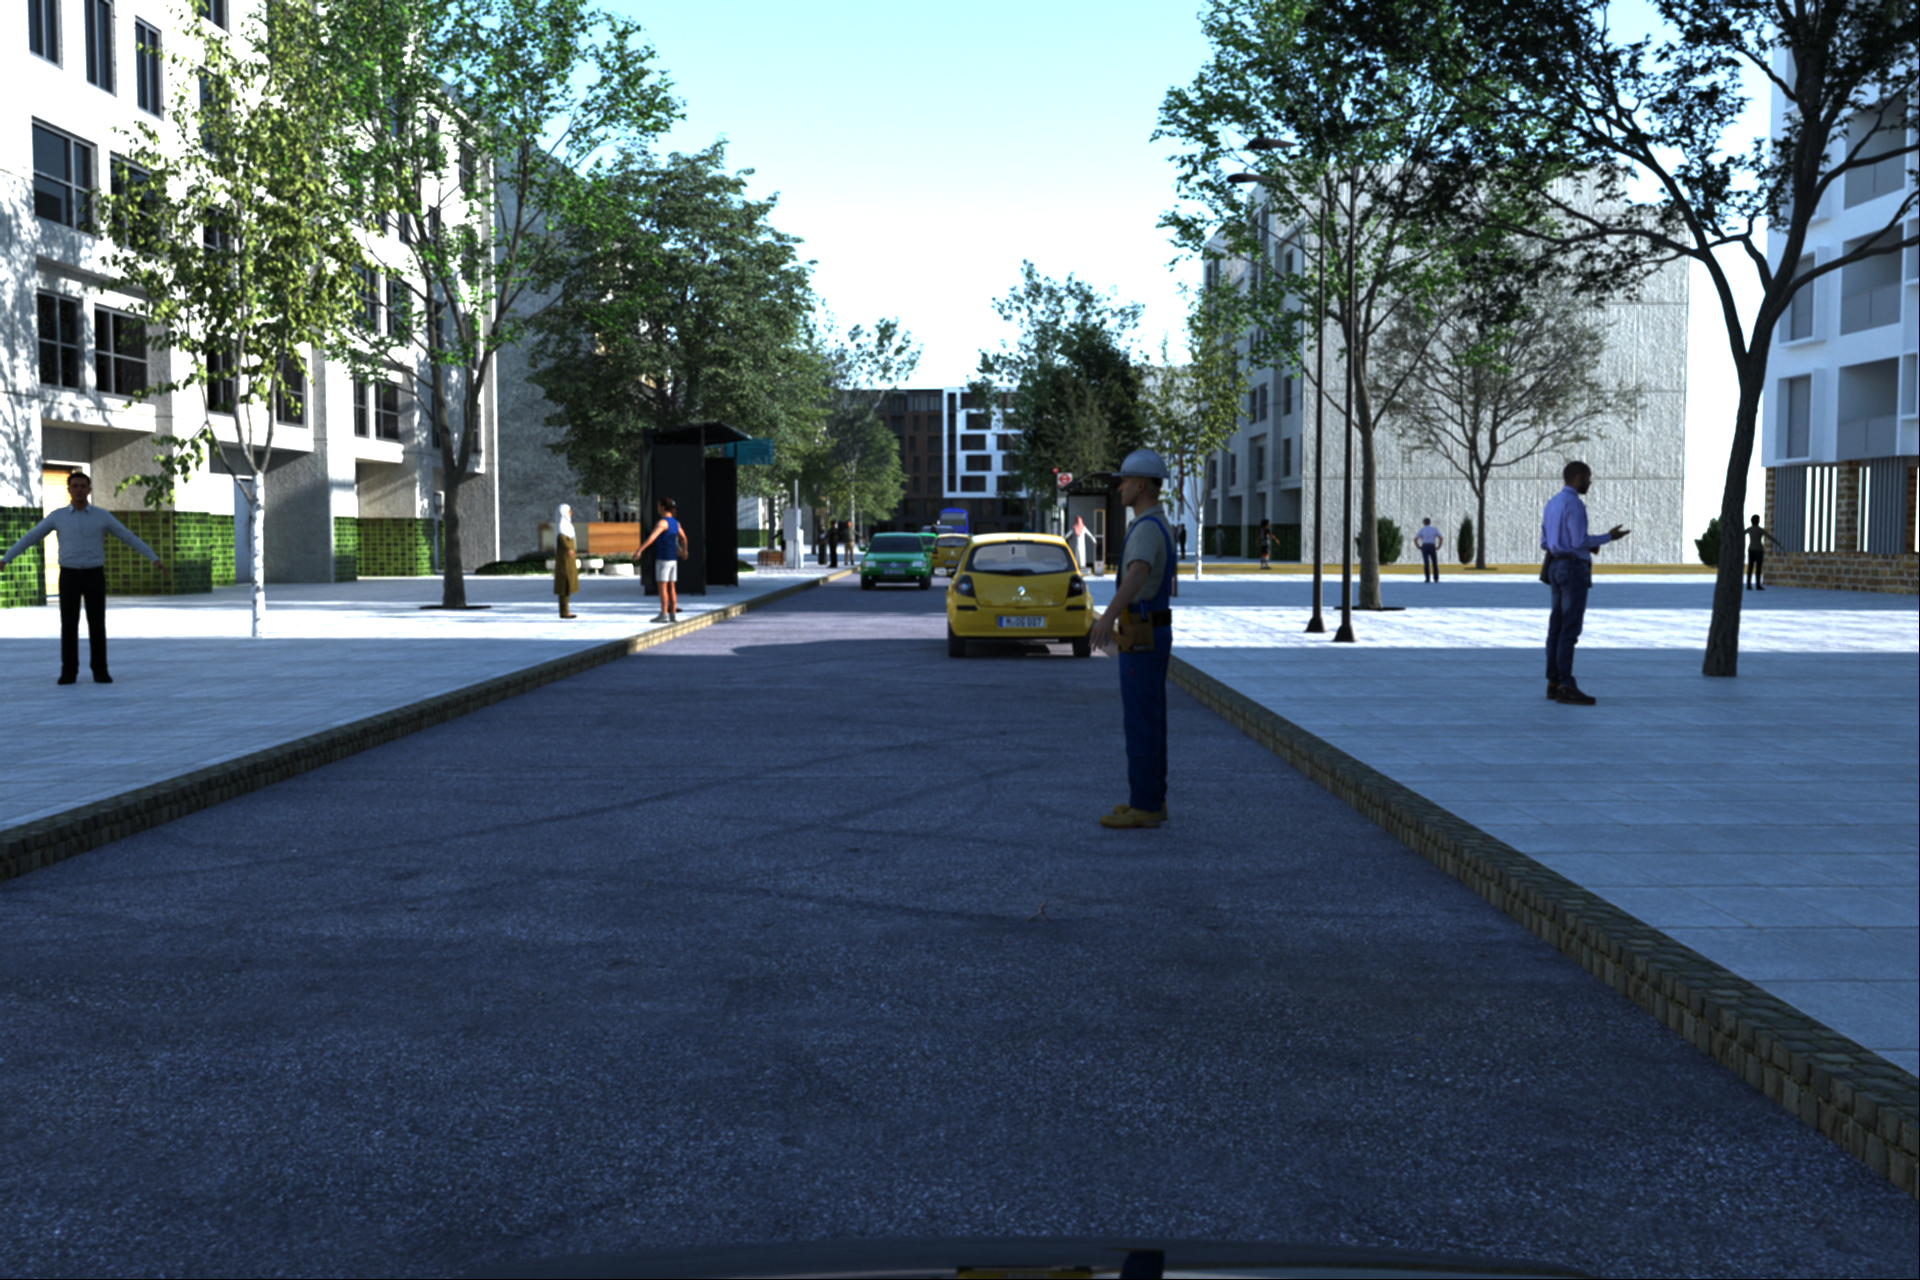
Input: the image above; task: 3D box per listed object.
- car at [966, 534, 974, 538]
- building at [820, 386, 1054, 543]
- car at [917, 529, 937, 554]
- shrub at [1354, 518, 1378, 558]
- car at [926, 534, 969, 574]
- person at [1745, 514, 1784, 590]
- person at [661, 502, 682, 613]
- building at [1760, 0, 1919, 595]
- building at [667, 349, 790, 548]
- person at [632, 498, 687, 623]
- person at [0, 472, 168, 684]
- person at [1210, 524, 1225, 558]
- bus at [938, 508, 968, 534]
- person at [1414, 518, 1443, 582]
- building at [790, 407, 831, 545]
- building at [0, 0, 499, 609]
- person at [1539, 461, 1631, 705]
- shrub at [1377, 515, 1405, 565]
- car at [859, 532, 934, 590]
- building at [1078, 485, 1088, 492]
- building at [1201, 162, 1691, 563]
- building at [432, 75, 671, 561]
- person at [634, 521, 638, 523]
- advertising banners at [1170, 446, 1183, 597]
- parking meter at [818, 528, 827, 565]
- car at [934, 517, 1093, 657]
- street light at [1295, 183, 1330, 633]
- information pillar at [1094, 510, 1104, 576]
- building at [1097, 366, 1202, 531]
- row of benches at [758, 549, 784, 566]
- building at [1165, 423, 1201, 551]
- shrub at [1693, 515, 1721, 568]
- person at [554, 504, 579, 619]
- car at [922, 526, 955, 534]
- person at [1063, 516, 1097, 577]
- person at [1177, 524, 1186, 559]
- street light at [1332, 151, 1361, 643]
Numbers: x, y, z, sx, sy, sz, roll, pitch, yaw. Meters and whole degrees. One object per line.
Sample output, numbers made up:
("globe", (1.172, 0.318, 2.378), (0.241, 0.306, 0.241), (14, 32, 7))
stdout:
("car", (0.399, -6.972, 125.791), (2.131, 1.459, 4.920), (0, 4, -1))
("building", (-3.008, -24.804, 251.981), (32.646, 21.610, 27.936), (0, 4, 6))
("car", (-1.608, -3.794, 70.828), (1.959, 1.807, 4.718), (0, 4, 0))
("shrub", (17.797, -4.297, 74.301), (1.661, 2.075, 1.752), (0, 3, 0))
("car", (-0.261, -3.246, 63.290), (2.015, 1.641, 3.980), (0, 4, 0))
("person", (18.345, -2.024, 39.847), (0.721, 1.744, 1.215), (-2, 4, -33))
("person", (-4.730, -1.375, 28.328), (0.704, 1.849, 1.345), (0, 4, -1))
("building", (25.018, -11.275, 40.767), (16.016, 20.090, 11.380), (0, 3, 0))
("building", (-27.639, -19.231, 180.891), (16.747, 18.905, 31.486), (0, 4, 0))
("person", (-4.289, -1.160, 25.139), (0.704, 1.807, 1.345), (2, 4, 23))
("person", (-7.547, -0.534, 14.886), (1.344, 1.810, 0.704), (-2, 4, -27))
("person", (13.699, -5.231, 91.721), (0.705, 1.806, 1.347), (-2, 4, -24))
("bus", (-0.643, -10.382, 161.292), (2.896, 3.916, 12.251), (0, 4, -1))
("person", (12.435, -2.387, 46.008), (0.756, 1.711, 0.436), (1, 4, 12))
("building", (-26.175, -23.332, 212.414), (19.493, 23.208, 18.063), (0, 4, 0))
("building", (-24.694, -10.902, 44.701), (16.747, 18.905, 31.486), (0, 4, 0))
("person", (4.791, -0.451, 13.279), (0.599, 1.838, 0.709), (0, 4, -4))
("shrub", (17.379, -4.104, 71.146), (1.661, 2.075, 1.752), (0, 3, 0))
("car", (-1.669, -2.271, 45.920), (1.959, 1.807, 4.718), (0, 3, 0))
("building", (23.464, -21.898, 224.494), (16.747, 18.905, 31.486), (0, 4, 0))
("building", (23.332, -13.747, 91.217), (16.747, 18.905, 31.486), (0, 4, 0))
("building", (-25.398, -15.643, 86.691), (19.493, 23.208, 18.063), (0, 4, 0))
("person", (-14.764, -4.477, 78.961), (1.354, 1.858, 0.705), (-3, 5, -44))
("advertising banners", (4.400, -2.405, 35.510), (0.090, 3.025, 2.074), (0, 3, 0))
("parking meter", (-5.745, -3.914, 72.405), (0.372, 1.533, 0.369), (0, 3, 0))
("car", (0.680, -0.695, 21.585), (2.015, 1.641, 3.980), (0, 4, -1))
("street light", (5.204, -3.051, 22.430), (1.470, 5.913, 1.316), (0, 4, 0))
("information pillar", (4.247, -2.962, 52.928), (0.304, 2.012, 0.304), (0, 4, 0))
("building", (24.051, -19.828, 190.640), (16.747, 18.905, 31.486), (0, 4, 0))
("row of benches", (-7.763, -3.402, 71.087), (1.422, 0.672, 4.104), (-1, 4, -13))
("building", (21.695, -11.583, 131.534), (9.099, 9.664, 28.070), (0, 4, 0))
("shrub", (28.567, -3.721, 65.265), (1.690, 2.028, 1.600), (0, 3, 0))
("person", (-5.941, -1.201, 26.417), (0.721, 1.736, 1.217), (-1, 4, -12))
("car", (-1.045, -4.434, 81.175), (2.281, 1.827, 5.304), (0, 3, 0))
("person", (3.485, -2.770, 51.440), (1.347, 1.811, 0.704), (-1, 4, -20))
("person", (11.313, -5.020, 88.212), (0.704, 1.812, 1.346), (1, 4, 22))
("street light", (5.147, -2.931, 20.467), (1.470, 5.913, 1.316), (0, 4, 0))
